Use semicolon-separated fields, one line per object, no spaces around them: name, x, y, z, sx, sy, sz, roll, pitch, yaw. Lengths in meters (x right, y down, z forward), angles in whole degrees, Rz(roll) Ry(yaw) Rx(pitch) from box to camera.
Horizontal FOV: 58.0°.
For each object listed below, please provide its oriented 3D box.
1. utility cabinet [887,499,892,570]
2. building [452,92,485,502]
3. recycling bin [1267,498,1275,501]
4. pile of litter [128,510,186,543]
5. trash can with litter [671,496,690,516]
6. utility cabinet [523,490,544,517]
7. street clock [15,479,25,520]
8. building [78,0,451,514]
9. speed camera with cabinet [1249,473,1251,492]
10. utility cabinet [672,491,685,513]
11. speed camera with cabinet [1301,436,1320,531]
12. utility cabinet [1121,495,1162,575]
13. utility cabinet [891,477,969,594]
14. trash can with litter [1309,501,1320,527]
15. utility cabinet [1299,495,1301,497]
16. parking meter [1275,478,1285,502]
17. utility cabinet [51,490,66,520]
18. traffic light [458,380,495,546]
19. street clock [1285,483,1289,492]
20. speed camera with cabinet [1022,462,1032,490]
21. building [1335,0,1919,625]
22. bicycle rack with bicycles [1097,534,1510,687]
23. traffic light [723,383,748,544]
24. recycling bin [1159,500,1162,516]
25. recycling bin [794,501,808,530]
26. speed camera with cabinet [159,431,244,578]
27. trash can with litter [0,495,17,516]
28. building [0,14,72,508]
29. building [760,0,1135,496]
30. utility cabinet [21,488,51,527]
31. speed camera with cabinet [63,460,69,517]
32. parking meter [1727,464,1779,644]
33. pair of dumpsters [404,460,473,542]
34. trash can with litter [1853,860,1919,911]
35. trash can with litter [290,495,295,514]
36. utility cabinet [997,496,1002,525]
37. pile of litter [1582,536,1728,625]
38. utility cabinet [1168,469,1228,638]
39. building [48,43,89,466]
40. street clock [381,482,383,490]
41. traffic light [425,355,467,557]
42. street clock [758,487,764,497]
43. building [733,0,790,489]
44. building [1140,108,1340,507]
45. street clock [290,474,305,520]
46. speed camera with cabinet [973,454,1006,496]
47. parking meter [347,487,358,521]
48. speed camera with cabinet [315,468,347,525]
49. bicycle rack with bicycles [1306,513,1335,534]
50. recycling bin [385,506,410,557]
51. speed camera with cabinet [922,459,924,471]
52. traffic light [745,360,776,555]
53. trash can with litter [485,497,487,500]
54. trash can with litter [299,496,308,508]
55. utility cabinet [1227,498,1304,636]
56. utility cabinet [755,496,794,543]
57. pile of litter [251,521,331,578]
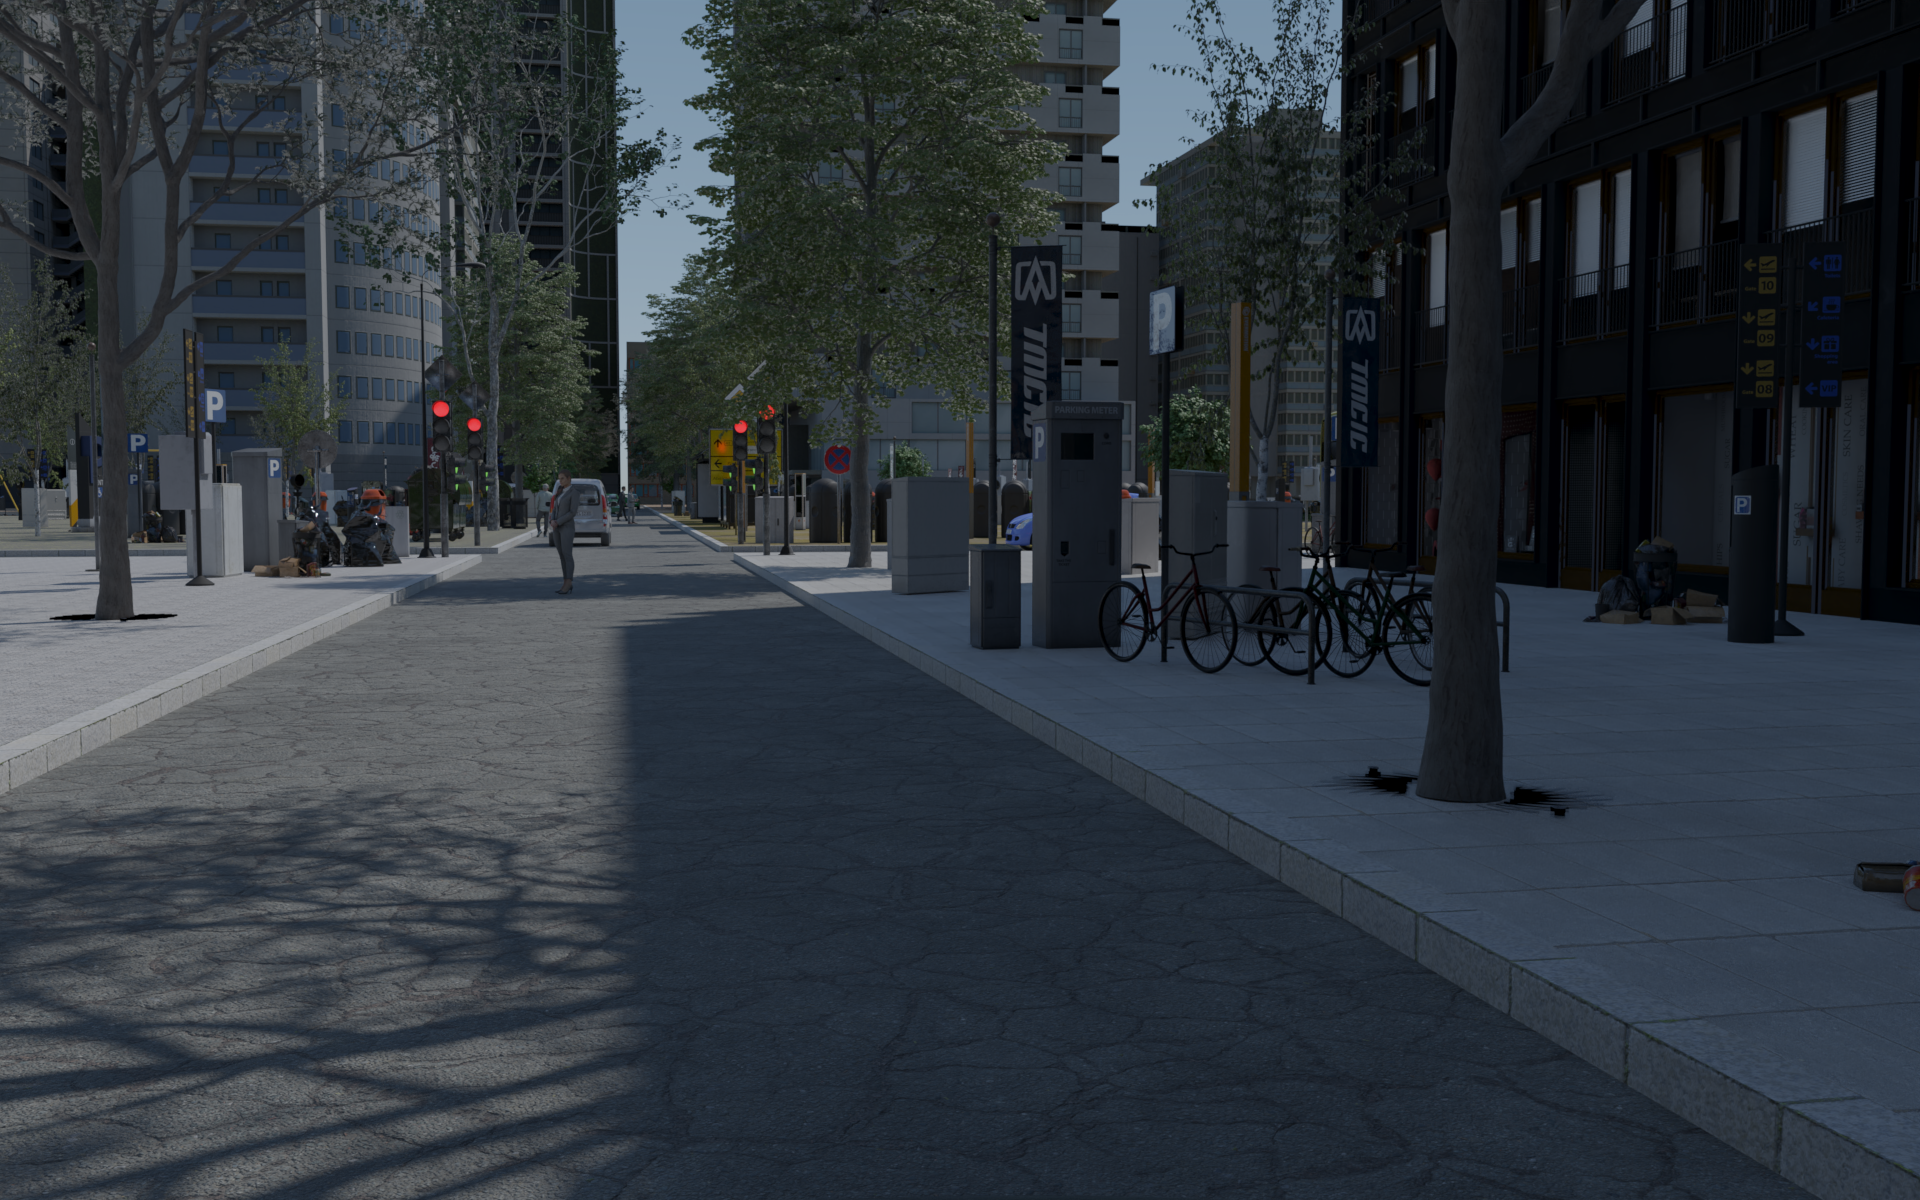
utility cabinet;-0.778;-1.132;29.667;1.020;1.237;0.306;-3;5;-41
building;-57.431;-28.776;162.364;23.993;40.220;32.217;-1;4;-11
recycling bin;22.359;-6.832;124.252;0.722;1.027;0.722;0;4;4
pile of litter;-21.281;-1.935;45.605;1.719;0.858;1.176;-1;4;-11
trash can with litter;-16.220;-5.470;100.818;1.055;1.170;0.624;-2;4;-30
utility cabinet;-23.230;-5.248;94.477;1.173;1.500;0.318;-1;4;-10
street clock;-45.835;-4.889;84.503;0.358;2.002;0.471;0;4;0
building;-48.952;-35.693;125.578;21.231;58.520;28.212;-1;4;-11
speed camera with cabinet;11.743;-4.737;71.781;0.660;3.252;2.038;1;4;9
utility cabinet;-18.852;-6.554;115.830;0.318;1.500;1.173;1;4;23
speed camera with cabinet;12.633;-3.955;58.998;2.038;3.252;0.660;3;5;43
utility cabinet;2.870;-1.030;27.999;0.306;1.237;1.020;2;4;31
utility cabinet;-0.386;-0.842;22.451;0.318;1.500;1.173;3;5;42
trash can with litter;13.674;-3.287;65.130;1.055;1.170;0.624;0;4;7
utility cabinet;20.465;-5.668;103.833;0.306;1.237;1.020;1;4;12
parking meter;11.984;-3.617;64.851;0.255;1.863;0.399;-1;4;-13
utility cabinet;-44.621;-4.680;85.198;0.318;1.500;1.173;2;4;30
traffic light;-11.945;-3.296;42.808;0.839;4.253;0.868;-1;4;-11
street clock;22.106;-6.882;117.094;0.358;2.002;0.471;0;4;6
speed camera with cabinet;4.619;-6.806;105.610;0.660;3.252;2.038;-2;4;-34
building;14.133;-11.833;23.154;12.332;23.373;15.834;-1;4;-11
bicycle rack with bicycles;2.701;0.046;12.631;2.852;0.926;2.925;-2;4;-26
traffic light;-5.606;-3.372;44.058;0.839;4.253;0.868;-1;4;-11
recycling bin;8.097;-3.697;73.000;0.722;1.027;0.722;0;4;-6
recycling bin;-6.085;-3.058;62.557;0.722;1.027;0.722;1;4;21
speed camera with cabinet;-11.571;-1.962;26.413;0.660;3.252;2.038;0;4;-5
trash can with litter;-55.868;-5.543;101.691;1.678;1.210;2.233;3;4;37
building;-94.570;-44.214;161.159;20.611;71.187;20.563;-1;4;-11
building;-2.366;-34.116;147.027;28.713;52.752;27.495;-1;4;-11
utility cabinet;-35.476;-3.532;66.432;1.173;1.500;0.318;2;4;30
speed camera with cabinet;-50.965;-6.363;98.373;0.660;3.252;2.038;1;4;10
parking meter;6.858;-0.402;14.976;0.372;1.533;0.369;0;3;0
pair of dumpsters;-14.621;-2.817;48.548;1.574;2.255;4.437;-1;4;-11
trash can with litter;3.793;0.343;5.451;2.233;1.210;1.678;-1;4;-12
trash can with litter;-42.504;-6.139;111.426;2.233;1.210;1.678;1;4;18
utility cabinet;1.910;-3.748;72.440;0.306;1.237;1.020;-2;4;-31
pile of litter;7.140;-0.211;17.411;1.719;0.858;1.176;1;4;11
utility cabinet;2.147;-0.428;15.683;0.318;1.500;1.173;1;4;23
building;-77.991;-31.666;167.857;14.200;45.320;14.600;-1;4;-11
street clock;-34.582;-6.040;103.319;0.358;2.002;0.471;-3;5;-39
traffic light;-10.413;-2.816;34.971;0.839;4.253;0.868;-1;4;-11
street clock;-6.271;-3.074;54.825;0.358;2.002;0.471;-1;4;-10
building;-12.008;-38.612;173.299;21.231;58.520;28.212;-1;4;-11
building;33.439;-29.905;180.831;23.993;40.220;32.217;-1;4;-11
street clock;-23.771;-3.523;62.176;0.358;2.002;0.471;2;4;26
speed camera with cabinet;1.252;-5.613;86.104;2.038;3.252;0.660;2;4;28
parking meter;-22.012;-3.326;62.790;0.372;1.533;0.369;0;3;0
speed camera with cabinet;-26.567;-4.822;73.169;0.660;3.252;2.038;-3;5;-43
bicycle rack with bicycles;8.425;-1.265;34.068;2.852;0.926;2.925;-1;4;-14
recycling bin;-11.705;-1.392;35.309;0.722;1.027;0.722;-3;5;-40
speed camera with cabinet;-2.796;-6.354;98.228;2.038;3.252;0.660;2;4;26
traffic light;-4.074;-2.893;36.221;0.839;4.253;0.868;-1;4;-11
trash can with litter;-19.808;-3.795;73.436;0.624;1.170;1.055;-1;4;-23
trash can with litter;-34.305;-4.868;90.984;1.055;1.170;0.624;1;4;9
utility cabinet;2.791;-0.303;16.120;0.306;1.237;1.020;-1;4;-23
utility cabinet;-4.876;-2.098;45.459;1.020;1.237;0.306;2;4;24
pile of litter;-10.441;-0.799;27.027;1.176;0.858;1.719;-1;4;-18
